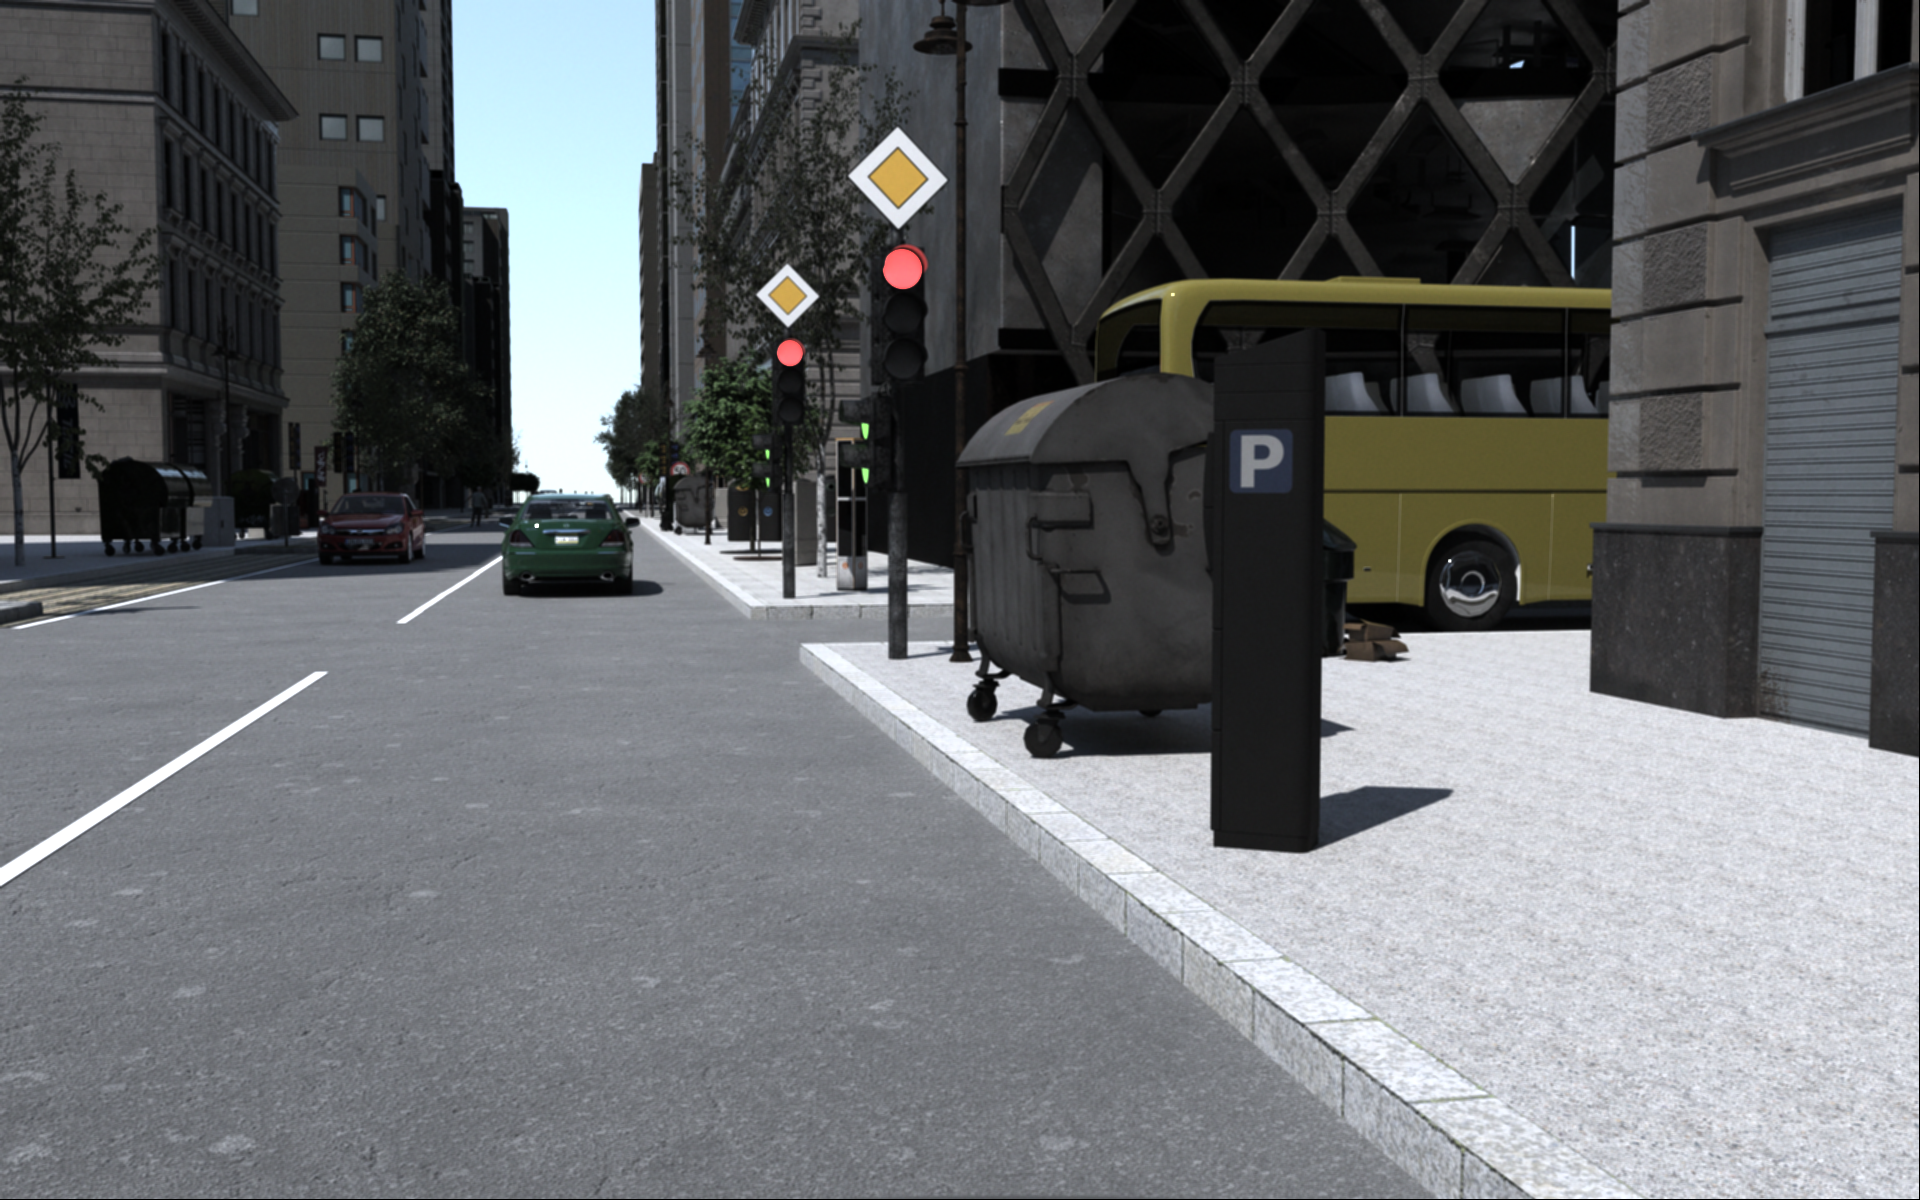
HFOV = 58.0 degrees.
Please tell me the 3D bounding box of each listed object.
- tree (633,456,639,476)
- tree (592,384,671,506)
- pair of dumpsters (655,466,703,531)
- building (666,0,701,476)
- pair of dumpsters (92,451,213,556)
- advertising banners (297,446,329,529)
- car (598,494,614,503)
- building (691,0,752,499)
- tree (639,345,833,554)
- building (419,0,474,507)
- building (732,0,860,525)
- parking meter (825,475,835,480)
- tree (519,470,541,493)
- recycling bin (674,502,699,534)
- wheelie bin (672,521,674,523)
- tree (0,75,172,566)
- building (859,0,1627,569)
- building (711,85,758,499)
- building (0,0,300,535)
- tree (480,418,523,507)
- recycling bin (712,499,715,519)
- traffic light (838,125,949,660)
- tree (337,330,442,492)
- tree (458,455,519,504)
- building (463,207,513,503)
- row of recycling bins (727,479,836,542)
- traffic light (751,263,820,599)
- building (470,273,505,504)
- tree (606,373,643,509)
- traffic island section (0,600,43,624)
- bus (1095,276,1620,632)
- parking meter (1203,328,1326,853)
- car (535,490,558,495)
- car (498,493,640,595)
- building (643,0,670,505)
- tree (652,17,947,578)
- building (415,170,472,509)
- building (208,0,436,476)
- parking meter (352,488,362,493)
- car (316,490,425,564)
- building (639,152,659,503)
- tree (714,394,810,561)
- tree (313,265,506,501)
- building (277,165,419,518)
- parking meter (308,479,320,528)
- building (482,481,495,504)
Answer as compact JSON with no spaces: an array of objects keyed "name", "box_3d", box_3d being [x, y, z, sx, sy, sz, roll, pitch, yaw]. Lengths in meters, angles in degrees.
[{"name":"tree","box_3d":[-15.236,-6.502,90.027,4.285,4.588,4.351,0,3,0]},{"name":"tree","box_3d":[-33.564,-16.149,181.042,9.611,12.733,9.660,0,3,0]},{"name":"pair of dumpsters","box_3d":[-10.185,-3.689,62.815,1.574,2.255,4.437,-1,4,-12]},{"name":"building","box_3d":[-11.429,-35.997,130.556,21.231,58.520,28.212,-1,4,-12]},{"name":"pair of dumpsters","box_3d":[-17.551,-2.155,37.730,1.574,2.255,4.437,-1,4,-12]},{"name":"advertising banners","box_3d":[-23.911,-4.076,62.828,2.074,3.025,0.090,-3,4,-36]},{"name":"car","box_3d":[-32.296,-8.985,156.694,2.009,1.686,4.222,-1,4,-14]},{"name":"building","box_3d":[-9.523,-28.074,109.117,14.600,45.320,14.200,-1,4,-12]},{"name":"tree","box_3d":[-4.483,-3.291,37.514,4.285,4.588,4.351,0,3,0]},{"name":"building","box_3d":[-62.074,-45.557,183.100,20.563,71.187,20.611,-1,4,-12]},{"name":"building","box_3d":[-1.968,-14.344,63.403,11.050,23.489,19.941,-1,4,-12]},{"name":"parking meter","box_3d":[-3.986,-2.853,52.356,0.255,1.863,0.399,2,4,35]},{"name":"tree","box_3d":[-56.176,-14.382,218.862,4.285,4.588,4.351,0,3,0]},{"name":"recycling bin","box_3d":[-8.950,-2.694,56.599,0.722,1.027,0.722,0,4,-1]},{"name":"wheelie bin","box_3d":[-12.734,-4.273,77.764,0.693,1.594,0.980,1,4,21]},{"name":"tree","box_3d":[-16.605,-4.912,30.668,4.737,8.622,4.395,0,3,0]},{"name":"building","box_3d":[7.567,-10.141,33.255,16.811,18.784,16.820,-1,4,-12]},{"name":"building","box_3d":[-4.800,-14.892,85.289,13.314,21.916,24.055,-1,4,-12]},{"name":"building","box_3d":[-29.644,-12.453,54.517,10.553,20.767,40.483,-1,4,-12]},{"name":"tree","box_3d":[-44.789,-13.300,167.819,4.360,8.622,3.978,0,3,0]},{"name":"recycling bin","box_3d":[-12.672,-4.599,87.753,0.722,1.027,0.722,-3,5,-40]},{"name":"traffic light","box_3d":[-0.502,-1.496,13.376,0.839,4.253,0.868,-1,4,-12]},{"name":"tree","box_3d":[-26.016,-7.838,78.513,4.737,8.622,4.395,0,3,0]},{"name":"tree","box_3d":[-38.280,-9.394,137.312,4.285,4.588,4.351,0,3,0]},{"name":"building","box_3d":[-69.651,-33.993,239.386,14.154,41.232,14.086,-1,4,-12]},{"name":"row of recycling bins","box_3d":[-4.681,-2.431,46.853,3.534,1.692,1.069,1,4,20]},{"name":"traffic light","box_3d":[-2.121,-1.974,21.196,0.839,4.253,0.868,-1,4,-12]},{"name":"building","box_3d":[-67.185,-27.777,225.856,14.160,30.474,14.107,-1,4,-12]},{"name":"tree","box_3d":[-18.386,-9.286,102.187,4.360,8.622,3.978,0,3,0]},{"name":"traffic island section","box_3d":[-11.621,0.179,19.355,2.009,0.180,2.903,-1,4,-12]},{"name":"bus","box_3d":[7.705,-1.691,19.197,12.252,3.916,2.896,-1,4,-12]},{"name":"parking meter","box_3d":[1.103,-0.036,6.301,0.399,1.863,0.255,1,4,23]},{"name":"car","box_3d":[-36.931,-8.970,155.334,2.281,1.827,5.304,-1,4,-13]},{"name":"car","box_3d":[-5.882,-0.874,26.082,2.131,1.459,4.920,-1,4,-12]},{"name":"building","box_3d":[-30.229,-47.896,221.356,20.563,71.187,20.611,-1,4,-12]},{"name":"tree","box_3d":[-2.365,-4.650,26.390,4.360,8.622,3.978,0,3,0]},{"name":"building","box_3d":[-51.345,-23.299,152.647,14.160,30.474,14.107,-1,4,-12]},{"name":"building","box_3d":[-54.709,-33.061,129.778,28.713,52.752,27.495,-1,4,-12]},{"name":"parking meter","box_3d":[-25.090,-3.894,72.075,0.372,1.533,0.369,0,3,0]},{"name":"car","box_3d":[-12.463,-1.698,36.799,2.155,1.783,4.494,-1,4,-11]},{"name":"building","box_3d":[-33.786,-37.867,242.824,21.300,48.544,21.600,-1,4,-12]},{"name":"tree","box_3d":[-4.035,-2.395,33.757,1.663,3.219,1.824,0,3,0]},{"name":"tree","box_3d":[-27.700,-10.401,87.064,9.611,12.733,9.660,0,3,0]},{"name":"building","box_3d":[-48.355,-15.796,103.303,27.650,21.520,28.899,-1,4,-12]},{"name":"parking meter","box_3d":[-24.585,-3.681,65.901,0.255,1.863,0.399,1,4,11]},{"name":"building","box_3d":[-72.495,-31.386,205.047,32.217,40.220,23.993,-1,4,-12]}]
